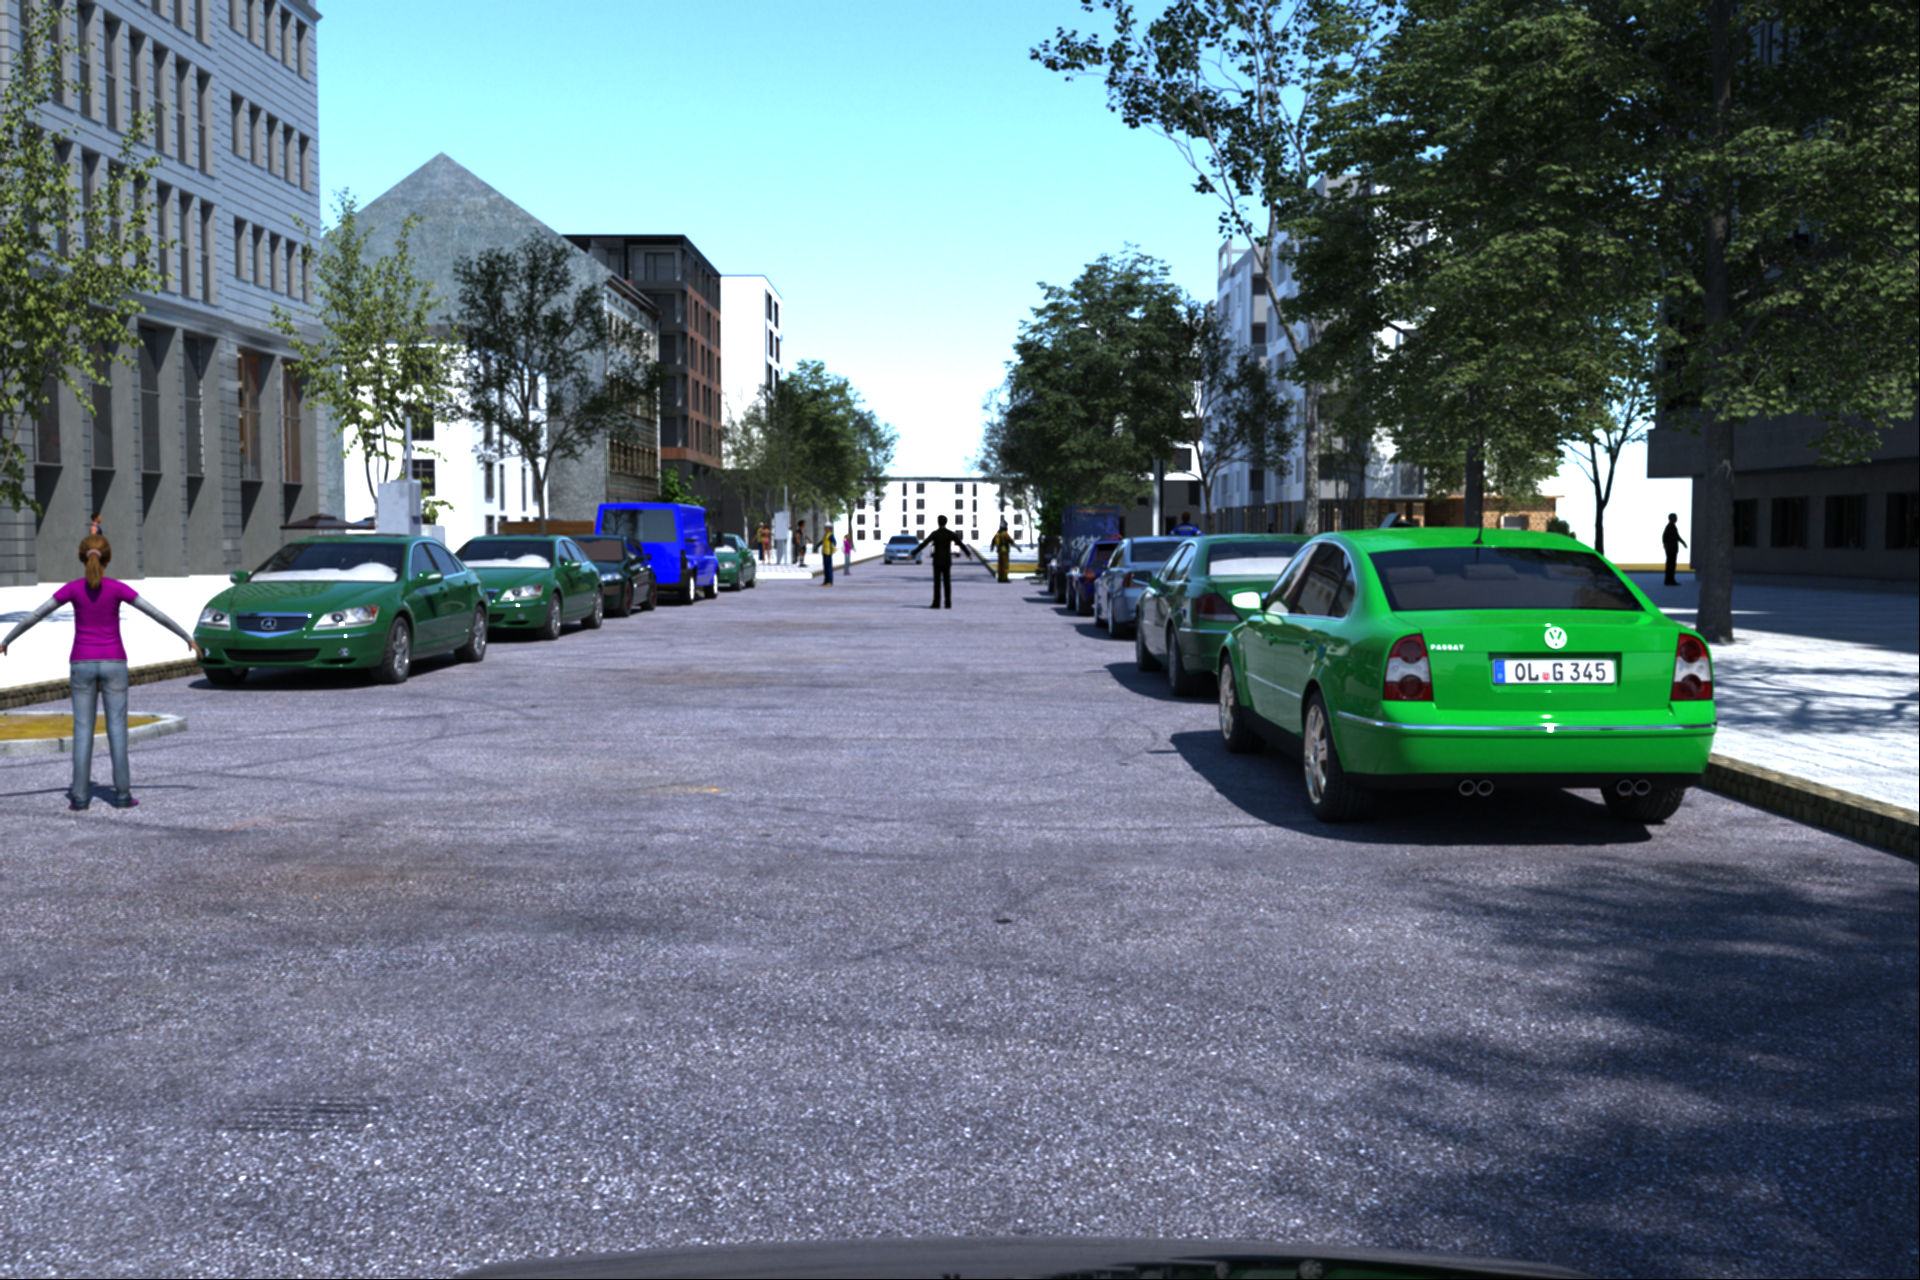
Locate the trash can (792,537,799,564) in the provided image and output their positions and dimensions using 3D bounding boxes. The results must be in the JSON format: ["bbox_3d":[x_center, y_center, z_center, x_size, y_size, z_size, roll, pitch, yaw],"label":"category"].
[{"bbox_3d":[-7.262,-3.836,74.373,0.748,1.137,0.748,0,3,0],"label":"trash can"}]

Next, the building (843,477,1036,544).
[{"bbox_3d":[-2.785,-18.825,252.398,28.070,9.664,9.099,0,4,2],"label":"building"}]

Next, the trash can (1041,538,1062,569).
[{"bbox_3d":[3.227,-3.004,60.765,0.748,1.137,0.748,0,3,0],"label":"trash can"}]

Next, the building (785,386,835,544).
[{"bbox_3d":[-26.420,-24.253,227.470,19.493,23.208,18.063,0,4,-1],"label":"building"}]

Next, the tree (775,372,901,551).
[{"bbox_3d":[-9.596,-13.422,129.819,12.009,13.543,11.850,0,3,0],"label":"tree"}]

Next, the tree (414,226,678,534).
[{"bbox_3d":[-12.412,-7.189,51.948,8.767,10.594,7.601,0,4,5],"label":"tree"}]

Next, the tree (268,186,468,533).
[{"bbox_3d":[-12.448,-5.291,36.873,4.737,8.622,4.395,0,3,0],"label":"tree"}]

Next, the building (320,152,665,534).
[{"bbox_3d":[-29.784,-17.015,109.117,19.493,23.208,18.063,0,4,0],"label":"building"}]

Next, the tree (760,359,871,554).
[{"bbox_3d":[-9.797,-11.906,112.792,7.486,12.596,7.792,0,3,0],"label":"tree"}]

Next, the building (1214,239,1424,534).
[{"bbox_3d":[21.741,-15.638,112.105,16.016,20.090,11.380,0,4,0],"label":"building"}]

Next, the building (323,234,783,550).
[{"bbox_3d":[-29.320,-17.778,134.643,27.936,21.610,32.646,0,3,0],"label":"building"}]

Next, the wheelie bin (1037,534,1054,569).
[{"bbox_3d":[3.200,-3.449,64.293,0.693,1.594,0.980,0,4,-1],"label":"wheelie bin"}]

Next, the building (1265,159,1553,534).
[{"bbox_3d":[21.667,-14.455,92.756,16.016,20.090,11.380,0,4,0],"label":"building"}]

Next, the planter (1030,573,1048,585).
[{"bbox_3d":[3.016,-1.735,49.506,1.991,0.319,1.994,0,3,0],"label":"planter"}]

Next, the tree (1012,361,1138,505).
[{"bbox_3d":[6.368,-9.537,90.343,7.601,10.594,8.767,-1,4,-15],"label":"tree"}]

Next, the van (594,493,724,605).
[{"bbox_3d":[-6.318,-1.968,36.553,2.240,2.365,5.245,0,4,0],"label":"van"}]

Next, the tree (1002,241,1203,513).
[{"bbox_3d":[6.150,-10.416,76.954,9.857,13.997,8.962,0,3,0],"label":"tree"}]

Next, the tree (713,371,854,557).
[{"bbox_3d":[-9.527,-10.064,98.963,7.601,10.594,8.767,3,5,42],"label":"tree"}]

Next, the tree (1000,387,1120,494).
[{"bbox_3d":[5.953,-10.189,100.998,8.767,10.594,7.601,2,4,27],"label":"tree"}]

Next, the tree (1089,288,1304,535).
[{"bbox_3d":[9.395,-8.015,65.458,8.767,10.594,7.601,-2,4,-32],"label":"tree"}]

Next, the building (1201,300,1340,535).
[{"bbox_3d":[24.820,-17.374,140.487,16.016,20.090,11.380,0,4,0],"label":"building"}]

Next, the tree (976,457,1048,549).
[{"bbox_3d":[5.819,-12.829,144.168,8.767,10.594,7.601,-3,4,-36],"label":"tree"}]

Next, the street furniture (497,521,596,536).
[{"bbox_3d":[-14.689,-3.343,61.518,9.812,1.723,11.010,3,4,37],"label":"street furniture"}]

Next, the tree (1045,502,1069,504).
[{"bbox_3d":[15.823,-20.388,251.471,7.486,12.596,7.792,0,3,0],"label":"tree"}]

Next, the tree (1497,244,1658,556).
[{"bbox_3d":[22.152,-8.174,59.406,9.928,11.665,9.643,0,3,0],"label":"tree"}]

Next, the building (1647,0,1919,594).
[{"bbox_3d":[25.744,-13.060,32.603,14.314,24.678,30.058,0,4,0],"label":"building"}]

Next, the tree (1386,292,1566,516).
[{"bbox_3d":[21.622,-9.516,73.714,7.486,12.596,7.792,0,3,0],"label":"tree"}]

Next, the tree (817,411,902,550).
[{"bbox_3d":[-8.943,-13.253,142.446,9.928,11.665,9.643,0,3,0],"label":"tree"}]

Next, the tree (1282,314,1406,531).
[{"bbox_3d":[12.710,-6.538,57.256,4.360,8.622,3.978,0,3,0],"label":"tree"}]

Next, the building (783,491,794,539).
[{"bbox_3d":[-30.051,-23.071,208.146,19.493,23.208,18.063,0,4,0],"label":"building"}]

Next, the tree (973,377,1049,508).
[{"bbox_3d":[6.175,-13.394,129.358,12.009,13.543,11.850,0,3,0],"label":"tree"}]

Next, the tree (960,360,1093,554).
[{"bbox_3d":[5.535,-12.439,113.745,12.009,13.543,11.850,0,3,0],"label":"tree"}]

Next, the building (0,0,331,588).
[{"bbox_3d":[-28.328,-16.504,47.334,11.434,29.767,29.804,0,3,0],"label":"building"}]

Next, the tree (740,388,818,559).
[{"bbox_3d":[-9.578,-8.362,87.084,4.360,8.622,3.978,0,3,0],"label":"tree"}]

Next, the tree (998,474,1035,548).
[{"bbox_3d":[6.072,-12.846,160.399,4.360,8.622,3.978,0,3,0],"label":"tree"}]

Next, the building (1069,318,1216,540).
[{"bbox_3d":[25.137,-20.553,180.015,27.936,21.610,32.646,0,4,0],"label":"building"}]

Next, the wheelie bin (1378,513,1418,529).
[{"bbox_3d":[6.561,-1.121,26.244,0.693,1.594,0.980,0,4,0],"label":"wheelie bin"}]

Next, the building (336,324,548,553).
[{"bbox_3d":[-24.277,-8.636,83.344,9.099,9.664,28.070,0,4,-1],"label":"building"}]

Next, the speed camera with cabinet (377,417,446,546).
[{"bbox_3d":[-9.519,-2.187,30.090,0.660,3.252,2.038,0,4,0],"label":"speed camera with cabinet"}]

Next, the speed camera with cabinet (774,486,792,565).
[{"bbox_3d":[-7.365,-4.750,72.003,0.660,3.252,2.038,0,4,-1],"label":"speed camera with cabinet"}]

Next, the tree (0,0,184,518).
[{"bbox_3d":[-12.736,-4.443,22.998,4.737,8.622,4.395,0,3,0],"label":"tree"}]
